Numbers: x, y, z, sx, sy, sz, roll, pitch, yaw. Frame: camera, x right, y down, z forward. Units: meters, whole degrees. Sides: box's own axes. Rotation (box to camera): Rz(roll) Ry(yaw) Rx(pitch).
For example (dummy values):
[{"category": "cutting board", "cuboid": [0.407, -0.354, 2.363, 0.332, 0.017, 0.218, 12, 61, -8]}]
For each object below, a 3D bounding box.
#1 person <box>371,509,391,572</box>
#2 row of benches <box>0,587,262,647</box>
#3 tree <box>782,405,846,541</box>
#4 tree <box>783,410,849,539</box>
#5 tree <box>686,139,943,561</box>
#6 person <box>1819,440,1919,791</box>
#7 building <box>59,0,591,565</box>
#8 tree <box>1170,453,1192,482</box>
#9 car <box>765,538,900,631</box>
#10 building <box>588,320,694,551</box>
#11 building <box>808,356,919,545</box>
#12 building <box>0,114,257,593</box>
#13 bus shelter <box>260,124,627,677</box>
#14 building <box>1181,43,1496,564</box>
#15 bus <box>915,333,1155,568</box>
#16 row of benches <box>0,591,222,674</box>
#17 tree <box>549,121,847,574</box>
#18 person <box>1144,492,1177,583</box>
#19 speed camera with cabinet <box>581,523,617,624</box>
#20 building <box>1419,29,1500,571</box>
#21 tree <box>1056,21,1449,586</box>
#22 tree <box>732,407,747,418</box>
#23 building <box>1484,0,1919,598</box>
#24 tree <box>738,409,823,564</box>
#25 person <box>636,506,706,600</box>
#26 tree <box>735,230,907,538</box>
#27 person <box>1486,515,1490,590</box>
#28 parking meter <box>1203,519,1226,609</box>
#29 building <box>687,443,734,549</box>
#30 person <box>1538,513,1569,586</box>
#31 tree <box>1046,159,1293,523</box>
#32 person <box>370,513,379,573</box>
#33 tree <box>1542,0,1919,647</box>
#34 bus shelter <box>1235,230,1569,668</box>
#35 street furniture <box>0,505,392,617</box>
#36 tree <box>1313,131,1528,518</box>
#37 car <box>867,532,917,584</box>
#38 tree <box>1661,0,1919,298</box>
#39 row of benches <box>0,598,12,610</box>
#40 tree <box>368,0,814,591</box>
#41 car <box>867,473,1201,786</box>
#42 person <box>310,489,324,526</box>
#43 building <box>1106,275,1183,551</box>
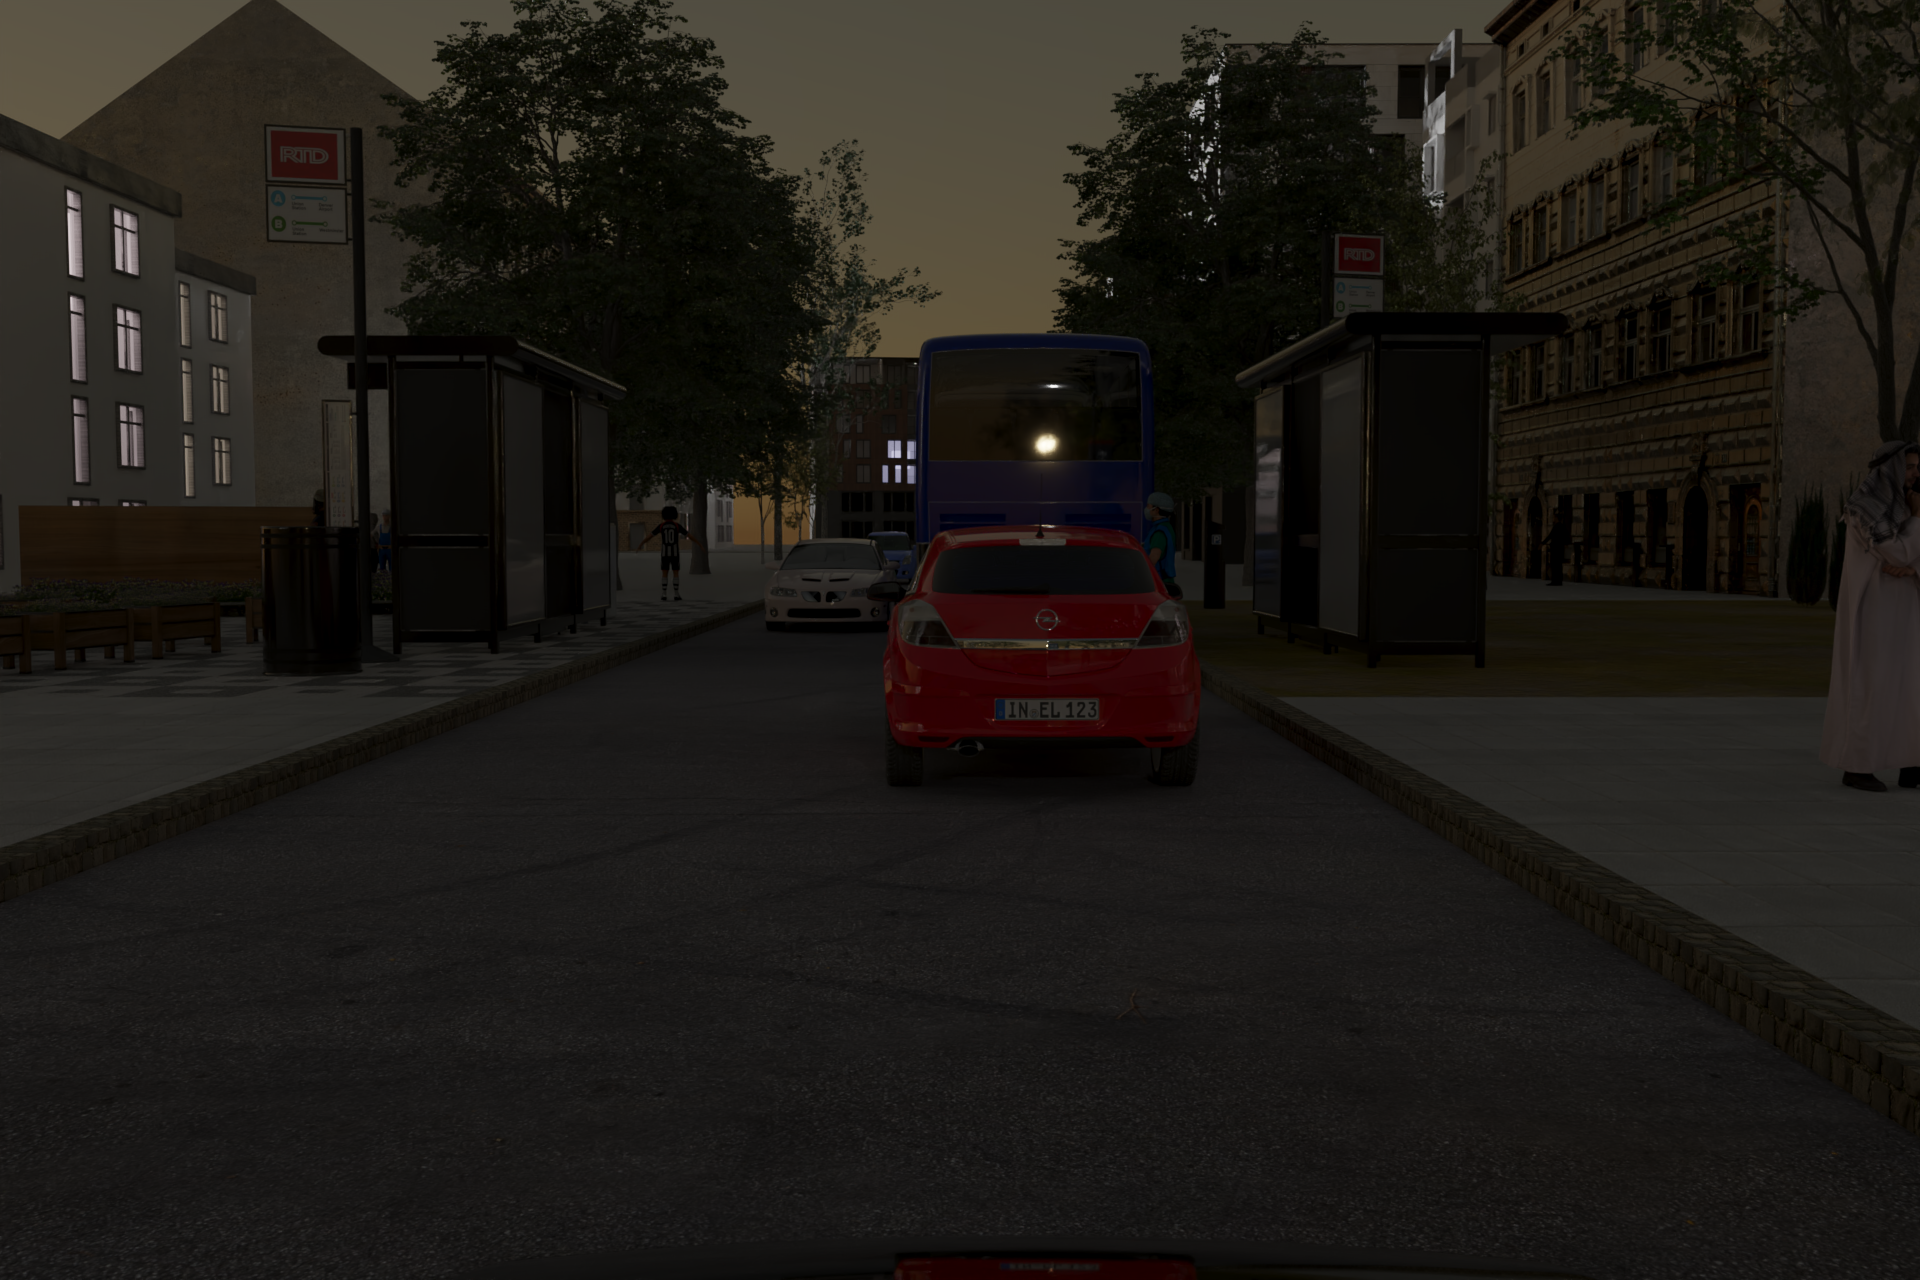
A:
[{"category": "person", "cuboid": [-12.876, -2.021, 38.895, 1.347, 1.847, 0.705, 0, 4, 1]}, {"category": "row of benches", "cuboid": [-9.168, -0.288, 20.168, 4.104, 0.672, 1.422, -1, 4, -16]}, {"category": "tree", "cuboid": [-8.774, -8.715, 92.857, 4.360, 8.622, 3.978, 0, 3, 0]}, {"category": "tree", "cuboid": [-8.425, -9.106, 99.249, 4.737, 8.622, 4.395, 0, 3, 0]}, {"category": "tree", "cuboid": [-7.548, -13.867, 82.609, 12.611, 20.169, 13.585, 0, 3, 0]}, {"category": "person", "cuboid": [4.645, -0.118, 8.641, 0.621, 1.740, 0.551, 3, 5, 41]}, {"category": "building", "cuboid": [-28.277, -15.224, 79.845, 19.493, 23.208, 18.063, 0, 4, 0]}, {"category": "tree", "cuboid": [6.508, -8.376, 71.361, 8.767, 10.594, 7.601, 0, 4, 3]}, {"category": "car", "cuboid": [-1.959, -0.908, 27.208, 2.083, 1.381, 4.827, 0, 3, 0]}, {"category": "building", "cuboid": [-27.321, -16.879, 132.385, 16.016, 20.090, 11.380, 0, 4, 1]}, {"category": "building", "cuboid": [-1.575, -22.225, 209.816, 32.646, 21.610, 27.936, 0, 4, -7]}, {"category": "building", "cuboid": [-23.690, -6.154, 42.764, 9.099, 9.664, 28.070, 0, 4, 0]}, {"category": "bus shelter", "cuboid": [-5.726, -2.577, 19.772, 2.179, 5.291, 8.768, 0, 3, 0]}, {"category": "building", "cuboid": [25.083, -14.971, 88.757, 27.936, 21.610, 32.646, 0, 4, 0]}, {"category": "bus", "cuboid": [0.739, -2.002, 24.286, 2.896, 3.916, 12.251, 0, 4, -1]}, {"category": "row of benches", "cuboid": [-8.649, -0.090, 16.936, 1.422, 0.672, 4.104, 1, 4, 11]}, {"category": "tree", "cuboid": [-8.303, -9.084, 55.186, 9.857, 13.997, 8.962, 0, 3, 0]}, {"category": "person", "cuboid": [1.811, -0.456, 16.044, 0.704, 1.817, 1.347, 1, 4, 16]}, {"category": "speed camera with cabinet", "cuboid": [-5.549, -1.905, 25.490, 0.660, 3.252, 2.038, 0, 4, 0]}, {"category": "building", "cuboid": [23.079, -12.848, 66.481, 16.016, 20.090, 11.380, 0, 4, 0]}, {"category": "tree", "cuboid": [7.196, -8.303, 42.417, 9.857, 13.997, 8.962, 0, 3, 0]}, {"category": "tree", "cuboid": [-29.299, -21.425, 206.193, 12.611, 20.169, 13.585, 0, 3, 0]}, {"category": "building", "cuboid": [25.458, -12.973, 43.044, 19.493, 23.208, 18.063, 0, 4, 0]}, {"category": "tree", "cuboid": [-8.534, -7.504, 73.045, 4.360, 8.622, 3.978, 0, 3, 0]}, {"category": "person", "cuboid": [-5.607, -1.676, 33.544, 1.345, 1.843, 0.704, 0, 4, -3]}, {"category": "tree", "cuboid": [-9.593, -15.572, 110.493, 12.611, 20.169, 13.585, 0, 3, 0]}, {"category": "person", "cuboid": [11.450, -1.927, 38.235, 0.721, 1.740, 1.216, 1, 4, 18]}, {"category": "parking meter", "cuboid": [4.383, -1.308, 29.801, 0.372, 1.533, 0.369, 0, 3, 0]}, {"category": "building", "cuboid": [-25.808, -13.541, 163.534, 9.099, 9.664, 28.070, 0, 4, -1]}, {"category": "person", "cuboid": [14.770, -2.245, 42.924, 1.346, 1.802, 0.704, -3, 5, -42]}, {"category": "tree", "cuboid": [7.024, -9.403, 60.390, 9.857, 13.997, 8.962, 0, 3, 0]}, {"category": "person", "cuboid": [-14.620, -2.271, 43.258, 0.705, 1.813, 1.348, -2, 4, -31]}, {"category": "tree", "cuboid": [10.442, -5.702, 18.992, 9.928, 11.665, 9.643, 0, 3, 0]}, {"category": "bus shelter", "cuboid": [4.640, -2.633, 20.681, 2.179, 5.291, 8.768, 0, 4, -1]}, {"category": "street furniture", "cuboid": [-11.682, -1.349, 28.911, 11.010, 1.723, 9.812, -1, 4, -18]}, {"category": "tree", "cuboid": [8.585, -4.965, 31.547, 4.737, 8.622, 4.395, 0, 3, 0]}, {"category": "car", "cuboid": [-2.080, -2.492, 50.339, 1.945, 1.707, 3.694, 0, 3, 0]}, {"category": "tree", "cuboid": [7.422, -3.759, 11.816, 4.360, 8.622, 3.978, 0, 3, 0]}, {"category": "row of benches", "cuboid": [-10.510, -0.055, 16.360, 1.422, 0.672, 4.104, 1, 4, 9]}, {"category": "tree", "cuboid": [-8.137, -8.097, 39.034, 9.857, 13.997, 8.962, 0, 3, 0]}, {"category": "car", "cuboid": [0.445, -0.139, 11.319, 2.155, 1.783, 4.494, 0, 4, 0]}, {"category": "person", "cuboid": [-8.075, -0.990, 21.963, 0.705, 1.856, 1.354, 1, 4, 14]}, {"category": "building", "cuboid": [25.749, -18.350, 143.997, 27.936, 21.610, 32.646, 0, 4, 0]}]
